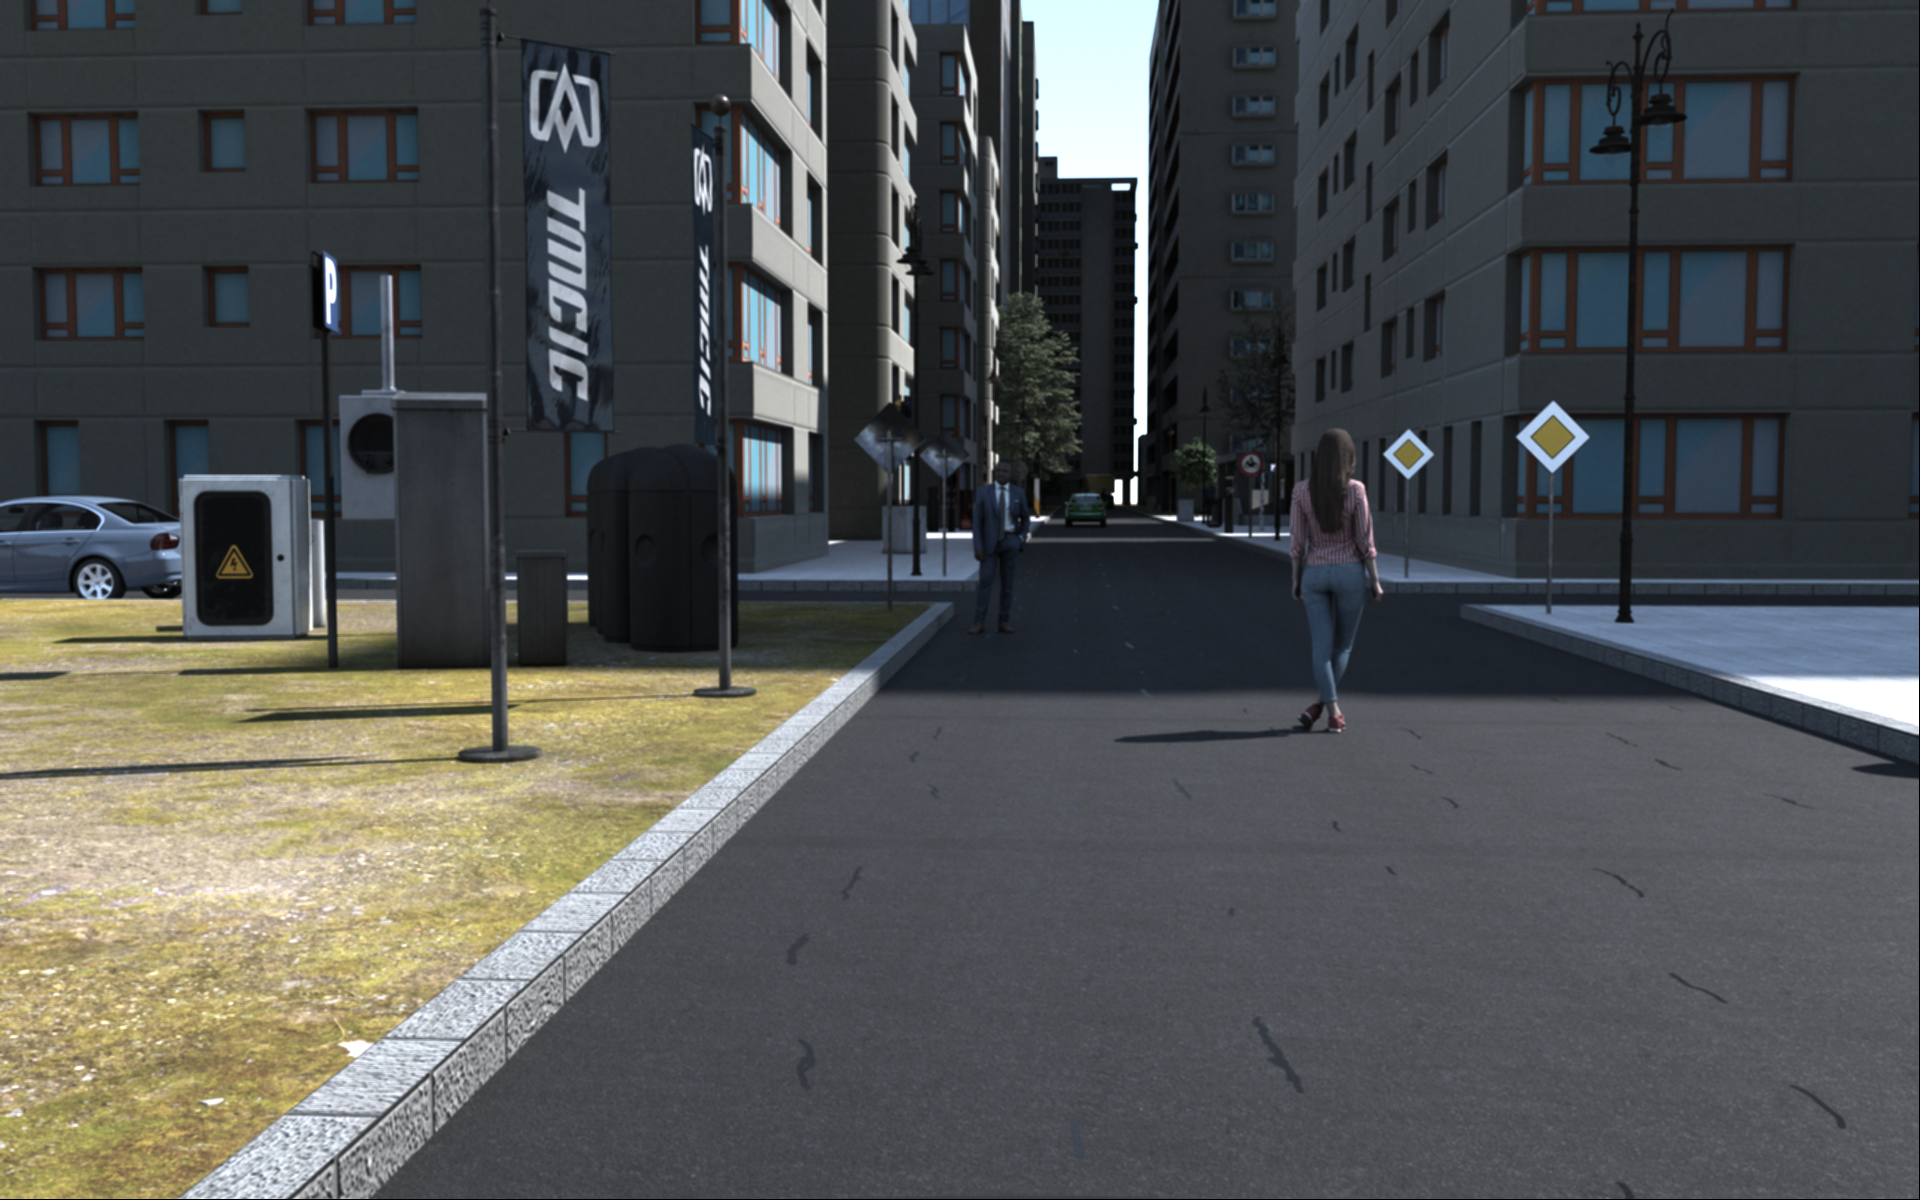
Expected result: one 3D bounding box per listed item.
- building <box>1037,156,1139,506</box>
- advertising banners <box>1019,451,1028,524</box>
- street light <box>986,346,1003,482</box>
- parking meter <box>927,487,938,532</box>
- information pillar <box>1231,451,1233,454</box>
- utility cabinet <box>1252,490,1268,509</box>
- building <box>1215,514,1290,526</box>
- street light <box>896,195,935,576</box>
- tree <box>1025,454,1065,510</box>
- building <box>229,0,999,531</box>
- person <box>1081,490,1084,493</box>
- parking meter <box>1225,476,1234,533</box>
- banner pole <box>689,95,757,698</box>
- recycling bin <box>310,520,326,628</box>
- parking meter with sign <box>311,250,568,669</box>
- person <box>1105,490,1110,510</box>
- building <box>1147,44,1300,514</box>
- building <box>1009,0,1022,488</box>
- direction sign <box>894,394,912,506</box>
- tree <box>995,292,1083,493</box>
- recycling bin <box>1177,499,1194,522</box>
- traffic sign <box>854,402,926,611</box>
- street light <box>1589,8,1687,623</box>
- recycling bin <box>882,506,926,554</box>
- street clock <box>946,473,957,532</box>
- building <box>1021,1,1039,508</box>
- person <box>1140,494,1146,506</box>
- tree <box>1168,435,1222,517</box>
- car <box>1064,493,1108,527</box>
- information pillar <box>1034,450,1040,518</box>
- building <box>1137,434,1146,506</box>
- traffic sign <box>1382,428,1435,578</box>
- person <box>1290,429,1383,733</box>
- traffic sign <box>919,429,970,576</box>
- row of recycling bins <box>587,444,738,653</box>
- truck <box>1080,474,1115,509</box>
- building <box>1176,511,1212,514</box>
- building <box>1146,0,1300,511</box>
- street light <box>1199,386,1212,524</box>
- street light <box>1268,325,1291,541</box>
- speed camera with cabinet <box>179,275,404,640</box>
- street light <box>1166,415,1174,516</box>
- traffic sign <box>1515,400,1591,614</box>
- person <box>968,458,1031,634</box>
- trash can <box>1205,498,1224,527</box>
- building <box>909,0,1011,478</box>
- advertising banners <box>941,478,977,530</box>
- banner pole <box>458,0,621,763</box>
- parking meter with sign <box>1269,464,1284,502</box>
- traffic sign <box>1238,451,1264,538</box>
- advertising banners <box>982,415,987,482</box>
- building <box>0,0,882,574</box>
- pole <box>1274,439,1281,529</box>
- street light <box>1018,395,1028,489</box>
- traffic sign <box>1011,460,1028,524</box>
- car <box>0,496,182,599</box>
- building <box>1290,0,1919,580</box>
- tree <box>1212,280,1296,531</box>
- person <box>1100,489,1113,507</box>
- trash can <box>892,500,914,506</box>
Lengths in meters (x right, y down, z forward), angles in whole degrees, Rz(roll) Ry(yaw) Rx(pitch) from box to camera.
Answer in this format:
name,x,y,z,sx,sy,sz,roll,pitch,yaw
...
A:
name,x,y,z,sx,sy,sz,roll,pitch,yaw
building,8.596,-31.194,201.908,23.993,40.220,32.217,0,4,4
advertising banners,2.618,-4.582,71.106,0.090,3.025,2.074,0,4,-6
street light,1.085,-4.992,54.412,0.468,5.910,1.993,0,4,4
parking meter,-0.916,-3.075,58.686,0.372,1.533,0.369,0,3,0
information pillar,14.857,-6.251,93.552,0.504,3.616,0.183,1,4,12
utility cabinet,15.501,-5.001,90.444,1.173,1.500,0.318,-1,4,-18
building,27.843,-23.432,75.002,32.217,40.220,23.993,0,4,4
street light,-0.688,-3.326,27.163,0.468,5.910,1.993,0,4,4
tree,7.521,-10.237,151.083,4.285,4.588,4.351,0,3,0
building,-12.680,-14.325,79.247,27.650,21.520,28.899,0,4,4
person,8.583,-6.858,121.562,0.756,1.711,0.436,-2,4,-31
parking meter,8.784,-3.107,56.503,0.255,1.863,0.399,1,4,14
banner pole,-1.536,-1.268,10.746,0.401,3.779,0.863,0,4,8
recycling bin,-6.569,-0.259,16.791,0.722,1.027,0.722,-2,4,-25
parking meter with sign,-3.817,-1.014,12.845,1.738,3.016,0.543,-1,4,-10
person,13.133,-8.974,155.094,0.709,1.838,0.599,2,4,29
building,31.836,-27.494,141.412,32.217,40.220,23.993,0,4,4
building,-2.868,-26.888,123.206,14.154,41.232,14.086,0,4,4
direction sign,-1.313,-2.921,39.760,0.379,3.537,0.876,2,4,24
tree,3.125,-10.996,97.914,7.486,12.596,7.792,0,3,0
recycling bin,10.561,-4.194,81.121,0.722,1.027,0.722,0,4,-2
traffic sign,-0.769,-0.939,18.994,0.795,2.450,0.064,0,4,4
street light,6.650,-2.714,17.154,0.468,5.910,1.993,0,4,4
recycling bin,-1.202,-1.521,37.415,0.722,1.027,0.722,2,4,33
street clock,-0.286,-3.318,58.813,0.358,2.002,0.471,1,4,18
building,-3.333,-33.203,166.572,21.600,48.544,21.300,0,4,4
person,19.408,-10.444,182.517,1.065,1.426,0.557,-2,4,-32
tree,13.089,-6.880,96.200,4.285,4.588,4.351,0,3,0
car,5.571,-4.143,76.540,1.959,1.807,4.718,0,4,5
information pillar,4.097,-6.168,92.202,0.183,3.616,0.504,-1,4,-22
building,35.687,-53.872,193.483,31.000,86.520,22.319,0,4,4
traffic sign,6.837,-1.396,26.474,0.795,2.450,0.064,0,4,4
person,2.270,-0.119,10.448,0.555,1.821,0.388,1,4,10
traffic sign,-0.240,-1.426,26.962,0.795,2.450,0.064,0,4,4
row of recycling bins,-2.783,-0.521,15.638,1.069,1.692,3.534,-1,4,-19
truck,13.374,-10.433,166.503,3.469,3.379,9.791,0,4,2
building,25.143,-30.264,118.521,21.300,48.544,21.600,0,4,4
building,28.914,-33.055,164.154,21.300,48.544,21.600,0,4,4
street light,10.460,-6.198,74.128,0.468,5.910,1.993,0,4,4
street light,8.757,-4.577,47.616,0.468,5.910,1.993,0,4,4
speed camera with cabinet,-5.851,-1.294,15.496,2.038,3.252,0.660,0,4,-7
street light,12.262,-7.844,101.038,0.468,5.910,1.993,0,4,4
traffic sign,6.309,-0.909,18.506,0.795,2.450,0.064,0,4,4
person,0.391,-0.567,17.951,0.721,1.800,0.419,-1,4,-15
trash can,9.804,-3.371,66.765,0.748,1.137,0.748,0,3,0
building,-4.012,-28.067,109.010,14.600,45.320,14.200,0,4,4
advertising banners,0.244,-3.997,61.540,2.074,3.025,0.090,0,4,-1
banner pole,-2.058,-1.129,8.476,0.863,3.779,0.401,-3,4,-37
parking meter with sign,17.049,-5.778,90.729,0.543,3.016,1.738,-3,5,-44
traffic sign,8.557,-3.111,50.973,0.768,2.556,0.104,0,4,5
advertising banners,0.699,-2.643,39.401,0.090,3.025,2.074,1,4,11
building,-16.151,-12.081,42.566,27.650,21.520,28.899,0,4,4
pole,11.739,-4.289,63.972,0.158,3.312,0.155,0,3,0
street light,2.966,-6.623,81.081,0.468,5.910,1.993,0,4,4
traffic sign,2.185,-3.985,65.259,0.768,2.556,0.104,1,4,13
car,-12.204,-0.673,23.009,4.499,1.417,2.014,0,4,5
building,23.756,-11.828,38.427,28.899,21.520,27.650,0,4,4
tree,10.595,-6.736,60.492,4.360,8.622,3.978,0,3,0
person,10.071,-6.902,121.371,1.348,1.821,0.705,-1,4,-23
trash can,-1.500,-1.989,44.179,0.748,1.137,0.748,0,3,0
